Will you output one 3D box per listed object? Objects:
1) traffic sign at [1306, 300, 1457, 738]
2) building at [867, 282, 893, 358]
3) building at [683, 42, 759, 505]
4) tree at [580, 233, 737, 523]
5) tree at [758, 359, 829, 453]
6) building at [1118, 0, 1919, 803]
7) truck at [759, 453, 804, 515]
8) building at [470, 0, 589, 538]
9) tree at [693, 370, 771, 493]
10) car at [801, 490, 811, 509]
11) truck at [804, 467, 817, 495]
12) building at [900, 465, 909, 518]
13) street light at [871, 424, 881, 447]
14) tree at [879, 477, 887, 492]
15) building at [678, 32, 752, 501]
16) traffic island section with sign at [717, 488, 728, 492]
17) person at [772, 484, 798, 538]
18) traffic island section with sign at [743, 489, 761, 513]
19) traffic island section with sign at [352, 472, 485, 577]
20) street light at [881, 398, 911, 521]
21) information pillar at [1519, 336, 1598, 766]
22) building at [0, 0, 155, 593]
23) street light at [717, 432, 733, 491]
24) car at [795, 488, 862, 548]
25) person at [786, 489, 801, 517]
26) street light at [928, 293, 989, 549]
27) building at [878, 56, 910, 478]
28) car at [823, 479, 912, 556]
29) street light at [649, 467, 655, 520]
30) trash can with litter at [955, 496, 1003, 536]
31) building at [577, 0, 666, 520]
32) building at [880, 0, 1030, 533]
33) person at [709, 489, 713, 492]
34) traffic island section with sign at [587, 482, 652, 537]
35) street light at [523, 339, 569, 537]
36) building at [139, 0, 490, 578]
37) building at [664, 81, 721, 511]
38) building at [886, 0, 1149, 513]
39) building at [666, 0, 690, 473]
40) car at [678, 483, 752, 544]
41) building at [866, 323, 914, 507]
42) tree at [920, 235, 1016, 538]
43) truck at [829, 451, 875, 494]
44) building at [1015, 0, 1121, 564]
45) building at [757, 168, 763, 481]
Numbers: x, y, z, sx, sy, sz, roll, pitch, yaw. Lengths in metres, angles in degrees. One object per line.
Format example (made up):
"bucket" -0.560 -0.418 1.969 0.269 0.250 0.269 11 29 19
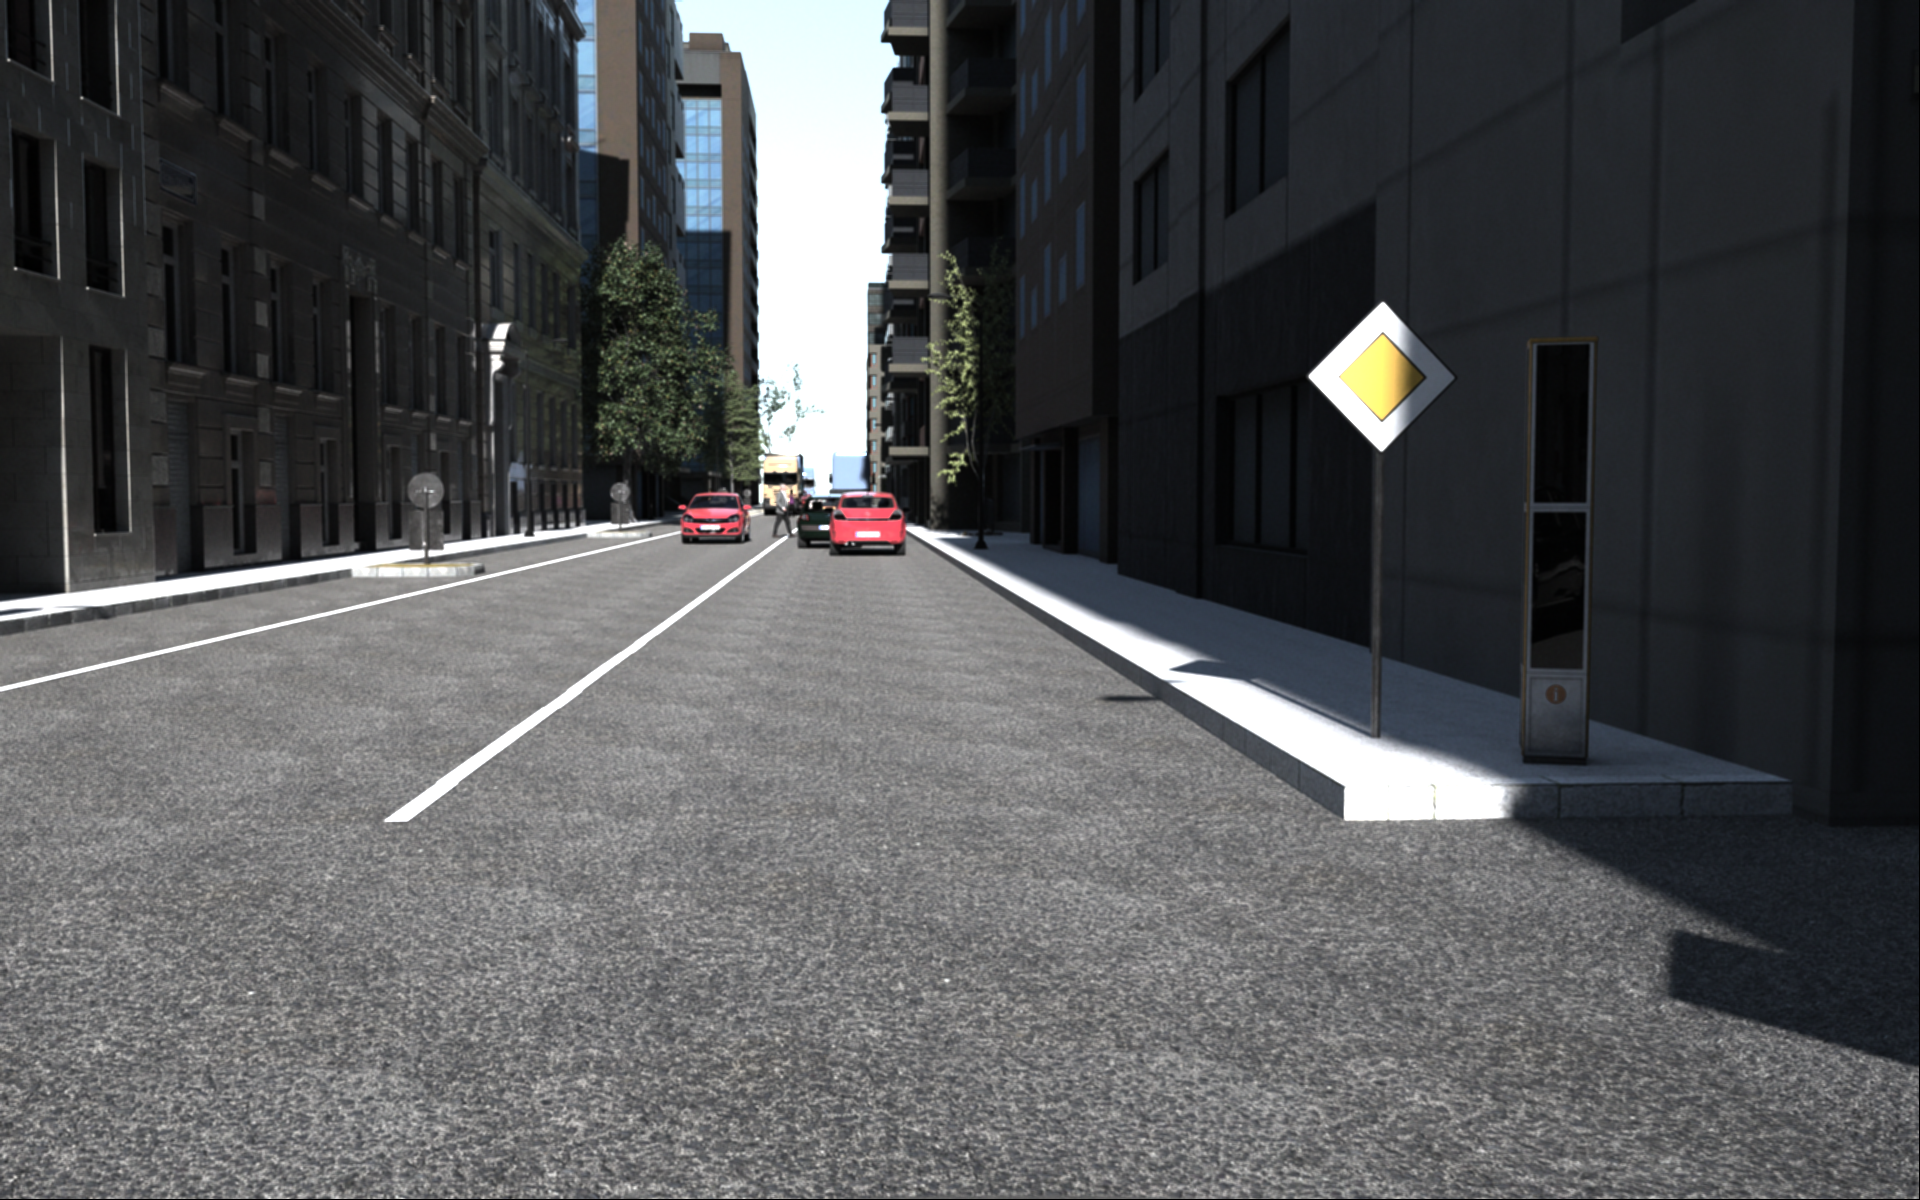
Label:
"traffic sign" 2.187 -0.331 9.061 0.795 2.450 0.064 0 4 -4
"building" -5.650 -28.429 236.518 14.160 30.474 14.107 0 4 -4
"building" -33.424 -34.640 190.063 21.300 48.544 21.600 0 4 -4
"tree" -14.687 -9.739 76.241 9.611 12.733 9.660 0 3 0
"tree" -25.096 -23.607 241.864 12.611 20.169 13.585 0 3 0
"building" 13.350 -35.343 16.112 20.611 71.187 20.563 0 4 -4
"truck" -12.244 -8.027 120.150 2.839 4.237 11.283 0 4 -3
"building" -20.725 -16.717 59.220 13.634 28.700 20.117 0 4 -4
"tree" -21.179 -14.695 158.392 7.486 12.596 7.792 0 3 0
"car" -13.053 -7.925 138.249 2.281 1.827 5.304 0 4 -5
"truck" -16.084 -11.584 179.154 2.967 4.110 18.799 0 4 -4
"building" 12.866 -24.829 97.837 32.217 40.220 23.993 0 4 -4
"street light" -4.968 -8.706 114.876 1.470 5.913 1.316 0 4 -4
"tree" -6.740 -10.629 168.388 1.663 3.219 1.824 0 3 0
"building" -28.175 -31.957 172.602 14.600 45.320 14.200 0 4 -4
"traffic island section with sign" -14.684 -6.049 107.526 1.989 1.847 2.006 0 4 -4
"person" -5.775 -2.944 57.039 0.834 1.777 0.661 1 4 9
"traffic island section with sign" -16.471 -7.701 134.535 1.989 1.847 2.006 0 4 -4
"traffic island section with sign" -9.614 -1.365 30.952 1.989 1.847 2.006 0 4 -4
"street light" -2.947 -6.795 83.636 1.470 5.913 1.316 0 4 -4
"information pillar" 2.857 -0.232 8.288 0.304 2.012 0.304 1 4 16
"building" -16.334 -9.855 15.885 10.420 20.320 16.860 0 4 -4
"street light" -17.601 -9.599 129.479 1.470 5.913 1.316 0 4 -4
"car" -3.508 -2.285 47.149 2.009 1.686 4.222 0 4 -3
"person" -10.425 -5.983 107.006 1.217 1.739 0.721 -1 4 -19
"street light" -0.050 -4.140 40.231 1.470 5.913 1.316 0 4 -4
"building" 3.270 -34.567 184.774 23.786 49.044 30.456 0 4 -4
"car" -2.233 -2.006 41.842 2.155 1.783 4.494 0 4 -3
"street light" -14.612 -6.878 84.997 1.470 5.913 1.316 0 4 -4
"trash can with litter" 0.535 -2.607 53.687 1.678 1.210 2.233 3 5 41
"building" -22.794 -26.858 89.231 14.600 45.320 14.200 0 4 -4
"building" 7.986 -25.389 69.738 22.147 44.769 28.867 0 4 -4
"person" -13.816 -5.278 95.524 0.721 1.735 1.217 0 4 1
"traffic island section with sign" -11.413 -3.033 58.215 1.989 1.847 2.006 0 4 -4
"street light" -12.406 -4.854 51.909 1.470 5.913 1.316 0 4 -4
"building" -18.663 -14.649 36.781 12.463 27.353 25.104 0 4 -4
"building" -35.406 -27.128 135.416 32.217 40.220 23.993 0 4 -4
"building" 4.051 -43.465 148.903 20.563 71.187 20.611 0 4 -4
"building" -31.900 -31.805 109.257 28.713 52.752 27.495 0 4 -4
"car" -7.238 -2.595 51.467 2.155 1.783 4.494 0 4 -3
"building" 2.329 -22.647 215.322 27.650 21.520 28.899 0 4 -4
"tree" 0.697 -6.113 50.316 4.737 8.622 4.395 0 3 0
"truck" -6.679 -6.959 103.545 2.967 4.110 18.799 0 4 -2
"building" 8.805 -23.698 37.569 14.600 45.320 14.200 0 4 -4
"building" -36.588 -36.535 216.962 23.786 49.044 30.456 0 4 -4
